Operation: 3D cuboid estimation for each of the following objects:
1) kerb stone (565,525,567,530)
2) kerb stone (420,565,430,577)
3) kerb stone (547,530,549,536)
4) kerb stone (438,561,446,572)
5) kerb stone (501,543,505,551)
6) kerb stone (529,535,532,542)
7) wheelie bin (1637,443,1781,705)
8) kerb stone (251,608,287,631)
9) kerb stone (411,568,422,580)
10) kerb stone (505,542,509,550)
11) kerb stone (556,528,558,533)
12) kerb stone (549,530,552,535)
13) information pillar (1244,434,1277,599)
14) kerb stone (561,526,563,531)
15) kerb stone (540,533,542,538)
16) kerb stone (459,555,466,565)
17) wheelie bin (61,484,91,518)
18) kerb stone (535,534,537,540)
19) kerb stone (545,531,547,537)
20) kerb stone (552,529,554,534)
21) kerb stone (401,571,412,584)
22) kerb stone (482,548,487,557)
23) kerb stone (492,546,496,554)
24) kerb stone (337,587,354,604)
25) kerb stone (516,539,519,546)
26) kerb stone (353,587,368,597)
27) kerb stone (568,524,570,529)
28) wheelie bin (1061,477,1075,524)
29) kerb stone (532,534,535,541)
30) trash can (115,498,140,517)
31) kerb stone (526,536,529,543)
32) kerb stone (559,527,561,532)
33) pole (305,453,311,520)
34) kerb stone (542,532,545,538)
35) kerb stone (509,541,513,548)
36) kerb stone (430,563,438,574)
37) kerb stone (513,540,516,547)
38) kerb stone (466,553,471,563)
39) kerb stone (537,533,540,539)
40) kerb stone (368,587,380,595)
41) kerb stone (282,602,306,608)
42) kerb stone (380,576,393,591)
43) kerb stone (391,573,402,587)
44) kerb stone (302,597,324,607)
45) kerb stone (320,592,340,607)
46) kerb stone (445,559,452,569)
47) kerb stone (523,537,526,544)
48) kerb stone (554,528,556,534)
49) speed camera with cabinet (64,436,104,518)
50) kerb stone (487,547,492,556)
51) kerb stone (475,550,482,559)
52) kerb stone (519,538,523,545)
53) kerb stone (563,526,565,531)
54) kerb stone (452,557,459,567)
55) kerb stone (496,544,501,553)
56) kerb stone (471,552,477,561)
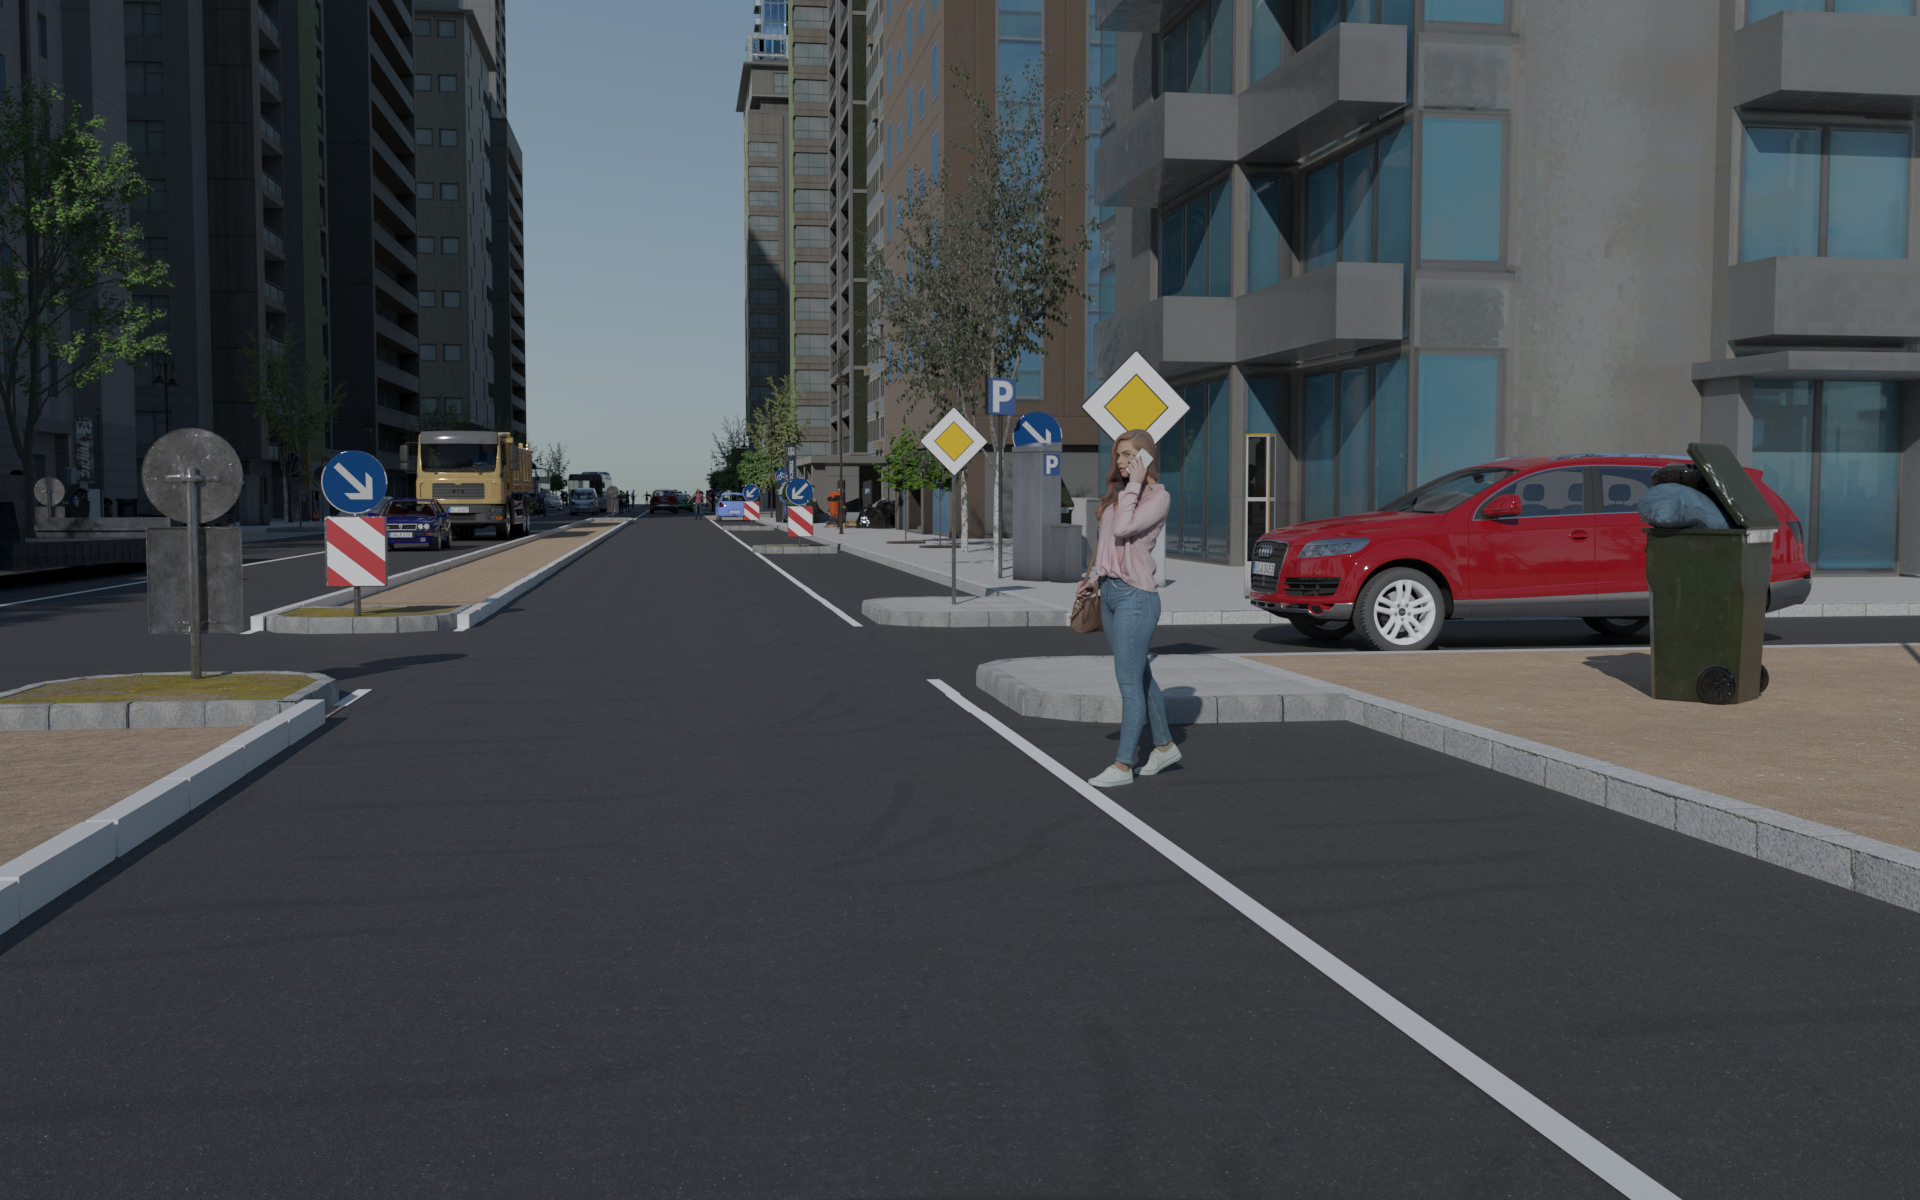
[{"bbox_3d":[-15.449,-2.750,67.177,0.120,0.150,1.000,-1,4,-9],"label":"kerb stone"},{"bbox_3d":[-9.287,-0.463,29.763,0.120,0.150,1.000,-1,4,-9],"label":"kerb stone"},{"bbox_3d":[-13.957,-2.192,58.077,0.120,0.150,1.000,-1,4,-9],"label":"kerb stone"},{"bbox_3d":[-9.609,-0.586,31.785,0.120,0.150,1.000,-1,4,-9],"label":"kerb stone"},{"bbox_3d":[-11.454,-1.267,42.910,0.120,0.150,1.000,-1,4,-9],"label":"kerb stone"},{"bbox_3d":[-12.782,-1.761,50.988,0.120,0.150,1.000,-1,4,-9],"label":"kerb stone"},{"bbox_3d":[4.647,-0.177,10.810,0.693,1.594,0.980,3,5,42],"label":"wheelie bin"},{"bbox_3d":[-7.449,0.219,18.642,0.120,0.150,1.000,-1,4,-9],"label":"kerb stone"},{"bbox_3d":[-9.117,-0.398,28.756,0.120,0.150,1.000,-1,4,-9],"label":"kerb stone"},{"bbox_3d":[-11.620,-1.329,43.922,0.120,0.150,1.000,-1,4,-9],"label":"kerb stone"},{"bbox_3d":[-14.617,-2.442,62.128,0.120,0.150,1.000,-1,4,-9],"label":"kerb stone"},{"bbox_3d":[-14.119,-2.257,59.090,0.120,0.150,1.000,-1,4,-9],"label":"kerb stone"},{"bbox_3d":[3.677,-1.023,21.213,0.304,2.012,0.304,2,4,26],"label":"information pillar"},{"bbox_3d":[-15.123,-2.626,65.160,0.120,0.150,1.000,-1,4,-9],"label":"kerb stone"},{"bbox_3d":[-13.455,-2.009,55.038,0.120,0.150,1.000,-1,4,-9],"label":"kerb stone"},{"bbox_3d":[-10.116,-0.772,34.826,0.120,0.150,1.000,-1,4,-9],"label":"kerb stone"},{"bbox_3d":[-26.556,-2.701,52.077,0.693,1.594,0.980,-3,5,-44],"label":"wheelie bin"},{"bbox_3d":[-13.112,-1.885,53.010,0.120,0.150,1.000,-1,4,-9],"label":"kerb stone"},{"bbox_3d":[-13.786,-2.127,57.055,0.120,0.150,1.000,-1,4,-9],"label":"kerb stone"},{"bbox_3d":[-14.289,-2.318,60.102,0.120,0.150,1.000,-1,4,-9],"label":"kerb stone"},{"bbox_3d":[-8.955,-0.339,27.740,0.120,0.150,1.000,-1,4,-9],"label":"kerb stone"},{"bbox_3d":[-10.791,-1.020,38.870,0.120,0.150,1.000,-1,4,-9],"label":"kerb stone"},{"bbox_3d":[-11.119,-1.144,40.893,0.120,0.150,1.000,-1,4,-9],"label":"kerb stone"},{"bbox_3d":[-8.120,-0.029,22.680,0.120,0.150,1.000,-1,4,-9],"label":"kerb stone"},{"bbox_3d":[-12.120,-1.513,46.951,0.120,0.150,1.000,-1,4,-9],"label":"kerb stone"},{"bbox_3d":[-8.286,-0.092,23.692,0.120,0.150,1.000,-1,4,-9],"label":"kerb stone"},{"bbox_3d":[-15.784,-2.875,69.194,0.120,0.150,1.000,-1,4,-9],"label":"kerb stone"},{"bbox_3d":[1.347,-1.208,27.662,0.980,1.594,0.693,-3,5,-39],"label":"wheelie bin"},{"bbox_3d":[-12.949,-1.823,51.997,0.120,0.150,1.000,-1,4,-9],"label":"kerb stone"},{"bbox_3d":[-27.553,-2.794,57.328,0.748,1.137,0.748,0,3,0],"label":"trash can"},{"bbox_3d":[-12.621,-1.699,49.979,0.120,0.150,1.000,-1,4,-9],"label":"kerb stone"},{"bbox_3d":[-14.958,-2.566,64.143,0.120,0.150,1.000,-1,4,-9],"label":"kerb stone"},{"bbox_3d":[-31.721,-5.528,84.227,0.158,3.312,0.155,0,3,0],"label":"pole"},{"bbox_3d":[-13.617,-2.070,56.047,0.120,0.150,1.000,-1,4,-9],"label":"kerb stone"},{"bbox_3d":[-11.782,-1.390,44.931,0.120,0.150,1.000,-1,4,-9],"label":"kerb stone"},{"bbox_3d":[-9.457,-0.525,30.774,0.120,0.150,1.000,-1,4,-9],"label":"kerb stone"},{"bbox_3d":[-11.952,-1.452,45.942,0.120,0.150,1.000,-1,4,-9],"label":"kerb stone"},{"bbox_3d":[-10.284,-0.832,35.834,0.120,0.150,1.000,-1,4,-9],"label":"kerb stone"},{"bbox_3d":[-13.285,-1.945,54.020,0.120,0.150,1.000,-1,4,-9],"label":"kerb stone"},{"bbox_3d":[-8.457,-0.154,24.707,0.120,0.150,1.000,-1,4,-9],"label":"kerb stone"},{"bbox_3d":[-7.621,0.156,19.649,0.120,0.150,1.000,-1,4,-9],"label":"kerb stone"},{"bbox_3d":[-8.611,-0.216,25.725,0.120,0.150,1.000,-1,4,-9],"label":"kerb stone"},{"bbox_3d":[-8.786,-0.275,26.732,0.120,0.150,1.000,-1,4,-9],"label":"kerb stone"},{"bbox_3d":[-7.786,0.094,20.663,0.120,0.150,1.000,-1,4,-9],"label":"kerb stone"},{"bbox_3d":[-7.953,0.032,21.671,0.120,0.150,1.000,-1,4,-9],"label":"kerb stone"},{"bbox_3d":[-9.793,-0.643,32.801,0.120,0.150,1.000,-1,4,-9],"label":"kerb stone"},{"bbox_3d":[-12.457,-1.637,48.967,0.120,0.150,1.000,-1,4,-9],"label":"kerb stone"},{"bbox_3d":[-14.460,-2.378,61.117,0.120,0.150,1.000,-1,4,-9],"label":"kerb stone"},{"bbox_3d":[-29.653,-3.931,58.605,2.038,3.252,0.660,3,5,44],"label":"speed camera with cabinet"},{"bbox_3d":[-10.957,-1.082,39.878,0.120,0.150,1.000,-1,4,-9],"label":"kerb stone"},{"bbox_3d":[-10.620,-0.954,37.857,0.120,0.150,1.000,-1,4,-9],"label":"kerb stone"},{"bbox_3d":[-12.289,-1.576,47.959,0.120,0.150,1.000,-1,4,-9],"label":"kerb stone"},{"bbox_3d":[-15.285,-2.689,66.169,0.120,0.150,1.000,-1,4,-9],"label":"kerb stone"},{"bbox_3d":[-9.949,-0.711,33.814,0.120,0.150,1.000,-1,4,-9],"label":"kerb stone"},{"bbox_3d":[-11.288,-1.205,41.902,0.120,0.150,1.000,-1,4,-9],"label":"kerb stone"},{"bbox_3d":[-10.456,-0.893,36.841,0.120,0.150,1.000,-1,4,-9],"label":"kerb stone"}]
